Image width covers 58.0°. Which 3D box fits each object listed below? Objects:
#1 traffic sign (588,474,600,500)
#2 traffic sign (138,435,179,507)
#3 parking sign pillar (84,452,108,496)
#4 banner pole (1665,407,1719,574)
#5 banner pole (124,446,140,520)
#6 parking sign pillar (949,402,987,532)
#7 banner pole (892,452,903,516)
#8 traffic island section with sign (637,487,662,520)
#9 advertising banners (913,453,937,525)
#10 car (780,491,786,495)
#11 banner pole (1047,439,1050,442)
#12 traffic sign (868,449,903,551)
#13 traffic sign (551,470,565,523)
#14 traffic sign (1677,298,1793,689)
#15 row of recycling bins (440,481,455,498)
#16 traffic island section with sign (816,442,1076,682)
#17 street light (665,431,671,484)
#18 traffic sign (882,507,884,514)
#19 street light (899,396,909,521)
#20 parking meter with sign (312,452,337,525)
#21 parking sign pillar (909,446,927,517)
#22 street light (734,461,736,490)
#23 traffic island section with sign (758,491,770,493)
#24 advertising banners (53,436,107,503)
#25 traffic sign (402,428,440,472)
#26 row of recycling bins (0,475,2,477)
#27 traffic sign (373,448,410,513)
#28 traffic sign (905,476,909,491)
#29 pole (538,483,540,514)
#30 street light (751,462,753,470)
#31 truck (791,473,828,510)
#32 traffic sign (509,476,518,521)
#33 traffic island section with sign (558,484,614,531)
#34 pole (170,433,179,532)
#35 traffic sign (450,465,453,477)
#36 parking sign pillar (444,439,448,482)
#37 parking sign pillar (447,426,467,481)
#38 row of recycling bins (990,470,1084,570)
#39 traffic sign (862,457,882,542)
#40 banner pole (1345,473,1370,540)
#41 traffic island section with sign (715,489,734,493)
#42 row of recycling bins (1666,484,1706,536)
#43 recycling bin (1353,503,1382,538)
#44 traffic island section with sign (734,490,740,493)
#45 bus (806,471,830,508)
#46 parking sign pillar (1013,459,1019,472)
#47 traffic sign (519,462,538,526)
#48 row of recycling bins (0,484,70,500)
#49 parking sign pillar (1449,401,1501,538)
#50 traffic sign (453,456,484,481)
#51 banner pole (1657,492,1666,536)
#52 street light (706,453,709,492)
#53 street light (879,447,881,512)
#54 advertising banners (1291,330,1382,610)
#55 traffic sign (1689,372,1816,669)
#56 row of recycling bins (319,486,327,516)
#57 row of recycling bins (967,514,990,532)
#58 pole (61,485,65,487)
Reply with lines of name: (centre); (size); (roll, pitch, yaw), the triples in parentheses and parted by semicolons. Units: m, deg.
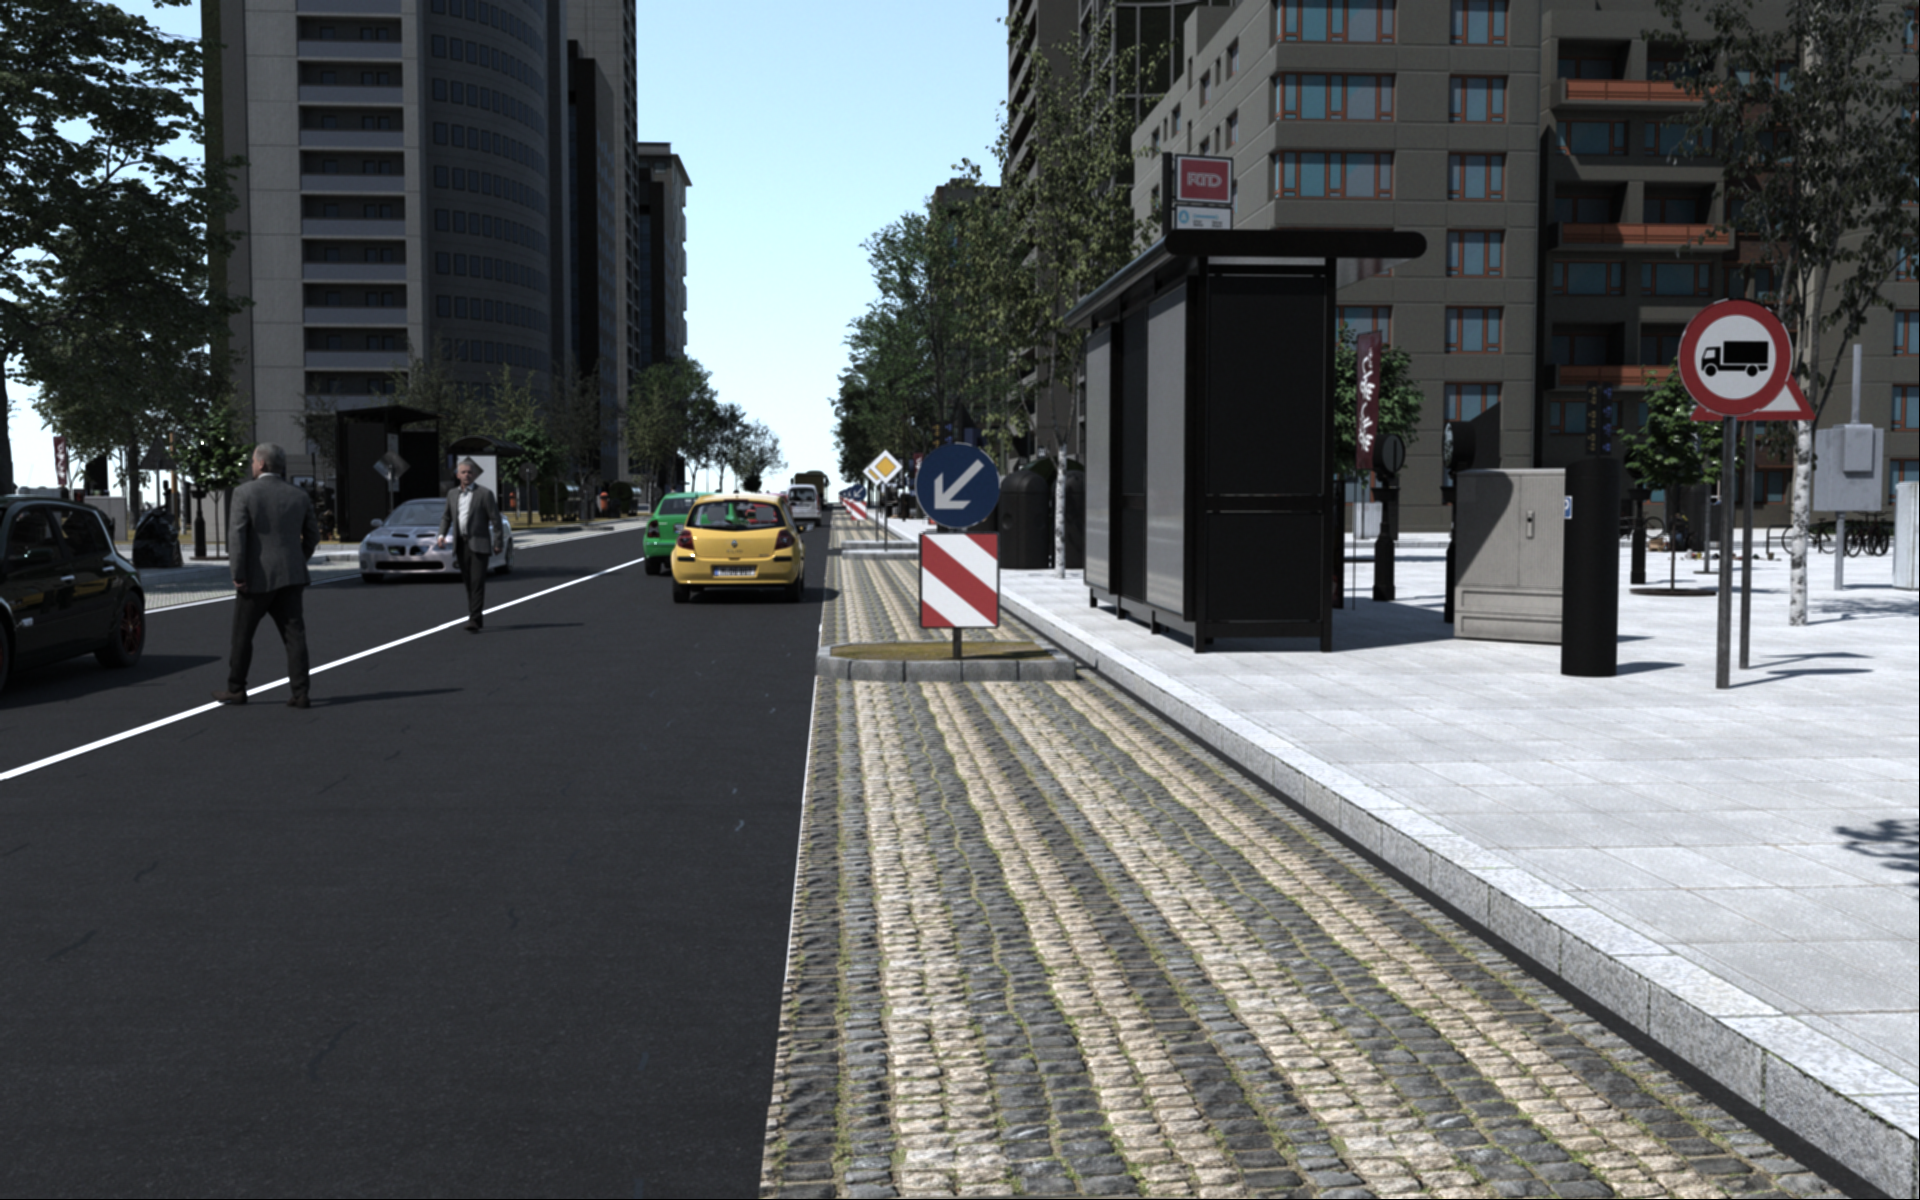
traffic sign: (-23.197, -6.716, 109.910); (0.768, 2.556, 0.104); (0, 4, 0)
traffic sign: (-17.786, -2.350, 38.429); (0.884, 2.594, 0.081); (0, 4, -3)
parking sign pillar: (-53.397, -7.251, 107.025); (1.447, 3.967, 1.447); (3, 5, 42)
banner pole: (11.972, -2.326, 28.055); (0.401, 3.779, 0.863); (-1, 4, -19)
banner pole: (-41.595, -5.925, 86.896); (0.863, 3.779, 0.401); (-1, 4, -12)
parking sign pillar: (0.389, -3.846, 51.357); (1.447, 3.967, 1.447); (2, 4, 24)
banner pole: (-3.659, -6.932, 103.358); (0.863, 3.779, 0.401); (0, 4, -6)
traffic island section with sign: (-16.574, -5.267, 94.738); (1.989, 1.847, 2.006); (0, 4, -4)
advertising banners: (-1.096, -4.680, 72.712); (2.074, 3.025, 0.090); (2, 4, 31)
car: (-23.497, -13.741, 233.343); (2.281, 1.827, 5.304); (0, 4, -2)
banner pole: (3.869, -5.456, 79.216); (0.863, 3.779, 0.401); (3, 4, 39)
traffic sign: (-1.658, -2.141, 38.647); (0.795, 2.450, 0.064); (0, 4, -4)
traffic sign: (-18.048, -4.731, 77.459); (0.768, 2.556, 0.104); (0, 4, 1)
traffic sign: (5.031, -0.688, 11.348); (0.768, 2.556, 0.104); (0, 4, -3)
row of recycling bins: (-16.798, -3.023, 56.544); (1.069, 1.692, 3.534); (-1, 4, -21)
traffic island section with sign: (-0.175, -0.332, 14.062); (1.989, 1.847, 2.006); (0, 4, -4)
street light: (-20.669, -9.163, 122.608); (0.468, 5.910, 1.993); (0, 4, -4)
traffic sign: (-4.880, -6.704, 109.721); (0.768, 2.556, 0.104); (0, 4, 4)
street light: (-2.650, -6.666, 81.780); (0.468, 5.910, 1.993); (0, 4, -4)
parking meter with sign: (-26.189, -4.672, 72.642); (1.738, 3.016, 0.543); (-1, 4, -15)
parking sign pillar: (-2.603, -6.649, 97.180); (1.447, 3.967, 1.447); (0, 4, 0)
street light: (-26.599, -14.213, 205.163); (0.468, 5.910, 1.993); (0, 4, -4)
traffic island section with sign: (-26.170, -13.363, 227.105); (1.989, 1.847, 2.006); (0, 4, -4)
advertising banners: (-26.382, -3.408, 51.914); (2.074, 3.025, 0.090); (1, 4, 22)
traffic sign: (-17.206, -3.651, 53.564); (2.265, 3.308, 0.079); (0, 4, 4)
row of recycling bins: (-14.584, -1.023, 23.842); (3.534, 1.692, 1.069); (1, 4, 18)
traffic sign: (-12.425, -2.095, 37.890); (0.795, 2.450, 0.064); (0, 4, -4)
traffic sign: (-3.601, -7.450, 121.906); (0.768, 2.556, 0.104); (0, 4, -4)
pole: (-27.025, -7.185, 111.318); (0.158, 3.312, 0.155); (0, 3, 0)
street light: (-29.287, -16.572, 243.745); (0.468, 5.910, 1.993); (0, 4, -4)
truck: (-13.669, -9.860, 157.137); (3.469, 3.379, 9.791); (0, 4, -5)
traffic sign: (-21.399, -5.104, 83.560); (0.768, 2.556, 0.104); (0, 4, 1)
traffic island section with sign: (-14.633, -3.622, 67.853); (1.989, 1.847, 2.006); (0, 4, -4)
pole: (-26.259, -3.917, 57.892); (0.158, 3.312, 0.155); (0, 3, 0)
traffic sign: (-19.539, -4.132, 67.661); (0.768, 2.556, 0.104); (0, 4, 4)
parking sign pillar: (-24.914, -5.934, 85.490); (1.447, 3.967, 1.447); (1, 4, 16)
parking sign pillar: (-19.751, -4.970, 69.729); (1.447, 3.967, 1.447); (-1, 4, -16)
row of recycling bins: (2.407, -1.405, 30.083); (3.534, 1.692, 1.069); (-1, 4, -18)
traffic sign: (-2.235, -2.628, 46.611); (0.795, 2.450, 0.064); (0, 4, -4)
banner pole: (11.155, -3.589, 48.691); (0.863, 3.779, 0.401); (-2, 4, -24)
traffic island section with sign: (-20.272, -8.384, 145.713); (1.989, 1.847, 2.006); (0, 4, -4)
row of recycling bins: (22.966, -2.919, 54.833); (1.069, 1.692, 3.534); (1, 4, 12)
recycling bin: (12.006, -2.345, 50.895); (0.722, 1.027, 0.722); (0, 4, -5)
traffic island section with sign: (-22.220, -10.029, 172.598); (1.989, 1.847, 2.006); (0, 4, -4)
bus: (-15.323, -11.647, 181.982); (2.896, 3.916, 12.252); (0, 4, -2)
parking sign pillar: (4.124, -8.042, 119.966); (1.447, 3.967, 1.447); (-1, 4, -22)
traffic sign: (-17.165, -4.204, 68.846); (0.768, 2.556, 0.104); (0, 4, 5)
row of recycling bins: (-49.935, -5.280, 93.443); (3.534, 1.692, 1.069); (-1, 4, -19)
parking sign pillar: (15.014, -3.788, 50.408); (1.447, 3.967, 1.447); (1, 4, 15)
traffic sign: (-13.003, -2.582, 45.854); (0.795, 2.450, 0.064); (0, 4, -4)
banner pole: (21.664, -3.870, 53.298); (0.401, 3.779, 0.863); (0, 4, 8)
street light: (-23.431, -11.489, 160.626); (0.468, 5.910, 1.993); (0, 4, -4)
street light: (-5.618, -9.060, 120.916); (0.468, 5.910, 1.993); (0, 4, -4)
advertising banners: (4.193, -1.426, 19.508); (0.090, 3.025, 2.074); (-1, 4, -16)
traffic sign: (5.749, -0.772, 12.626); (0.884, 2.594, 0.081); (0, 4, 5)
row of recycling bins: (-31.599, -4.850, 86.405); (1.069, 1.692, 3.534); (0, 4, 2)
row of recycling bins: (1.568, -1.806, 36.640); (3.534, 1.692, 1.069); (3, 5, 42)
pole: (-58.519, -7.289, 113.017); (0.158, 3.312, 0.155); (0, 3, 0)
